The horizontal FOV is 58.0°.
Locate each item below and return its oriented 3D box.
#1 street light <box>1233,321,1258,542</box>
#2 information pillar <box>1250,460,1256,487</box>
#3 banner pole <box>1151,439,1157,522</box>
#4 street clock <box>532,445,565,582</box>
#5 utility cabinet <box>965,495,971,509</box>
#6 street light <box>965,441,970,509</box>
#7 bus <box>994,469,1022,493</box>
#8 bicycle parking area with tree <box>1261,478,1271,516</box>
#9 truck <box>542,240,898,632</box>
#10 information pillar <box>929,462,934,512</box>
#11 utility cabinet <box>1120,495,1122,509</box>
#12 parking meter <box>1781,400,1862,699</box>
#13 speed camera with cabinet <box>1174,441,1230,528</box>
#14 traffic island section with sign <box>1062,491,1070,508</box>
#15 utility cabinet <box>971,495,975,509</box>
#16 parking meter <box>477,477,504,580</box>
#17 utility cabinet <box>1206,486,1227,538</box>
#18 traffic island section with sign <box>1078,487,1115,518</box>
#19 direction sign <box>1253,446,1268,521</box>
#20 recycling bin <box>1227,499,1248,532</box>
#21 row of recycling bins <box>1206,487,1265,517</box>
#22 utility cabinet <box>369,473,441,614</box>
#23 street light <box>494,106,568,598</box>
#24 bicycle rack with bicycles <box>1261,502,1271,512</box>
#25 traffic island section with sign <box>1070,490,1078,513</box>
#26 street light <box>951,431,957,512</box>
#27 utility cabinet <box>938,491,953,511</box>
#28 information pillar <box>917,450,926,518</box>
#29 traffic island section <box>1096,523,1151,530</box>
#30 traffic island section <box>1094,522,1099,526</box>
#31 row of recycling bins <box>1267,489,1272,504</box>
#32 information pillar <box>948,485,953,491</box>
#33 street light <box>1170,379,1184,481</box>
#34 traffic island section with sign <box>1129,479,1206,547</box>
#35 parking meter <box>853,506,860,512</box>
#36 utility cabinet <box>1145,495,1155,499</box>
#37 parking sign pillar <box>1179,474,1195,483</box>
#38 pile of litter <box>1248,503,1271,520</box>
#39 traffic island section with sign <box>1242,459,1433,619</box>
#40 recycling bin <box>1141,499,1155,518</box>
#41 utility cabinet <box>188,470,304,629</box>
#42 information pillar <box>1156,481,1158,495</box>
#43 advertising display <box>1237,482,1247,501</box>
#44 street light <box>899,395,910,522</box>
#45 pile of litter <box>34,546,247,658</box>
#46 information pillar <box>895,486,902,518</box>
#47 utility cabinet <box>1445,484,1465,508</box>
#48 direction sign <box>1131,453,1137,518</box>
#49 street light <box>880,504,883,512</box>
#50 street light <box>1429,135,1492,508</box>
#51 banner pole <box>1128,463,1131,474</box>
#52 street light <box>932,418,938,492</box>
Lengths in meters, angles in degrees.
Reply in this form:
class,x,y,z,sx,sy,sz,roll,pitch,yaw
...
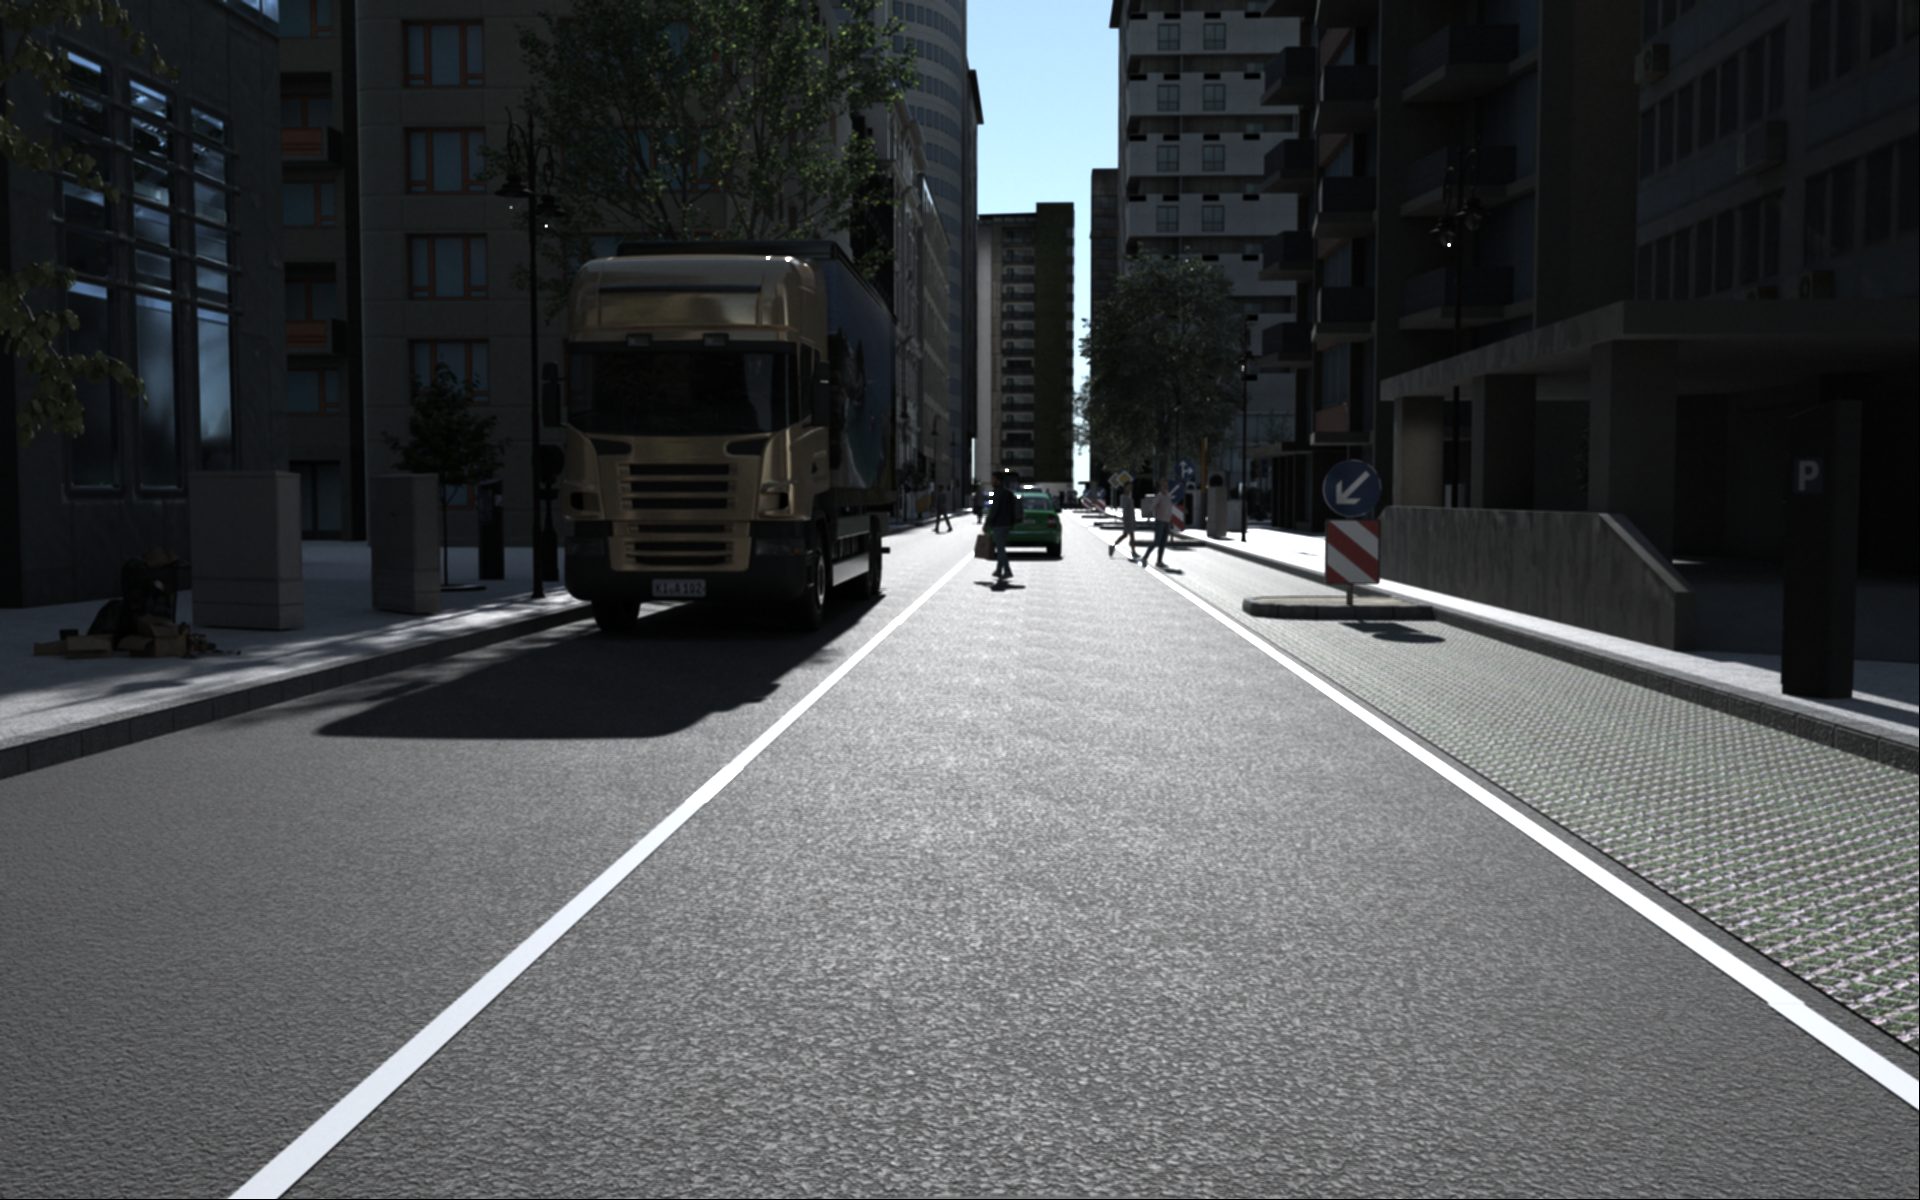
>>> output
class,x,y,z,sx,sy,sz,roll,pitch,yaw
street light,7.609,-4.497,46.306,0.468,5.910,1.993,0,4,3
information pillar,19.853,-7.708,117.376,0.183,3.616,0.504,-2,4,-33
banner pole,8.867,-5.431,78.813,0.401,3.779,0.863,1,4,16
street clock,-6.037,-1.275,25.423,0.471,2.002,0.358,3,4,36
utility cabinet,0.587,-8.603,151.826,0.306,1.237,1.020,0,4,3
street light,0.662,-10.812,149.556,0.468,5.910,1.993,0,4,3
bus,4.820,-11.329,176.774,2.896,3.916,12.252,0,4,2
bicycle parking area with tree,21.143,-7.237,105.328,8.231,4.147,9.016,0,4,6
truck,-2.464,-1.991,21.467,2.839,4.237,11.283,0,4,3
information pillar,-1.950,-7.985,121.915,0.504,3.616,0.183,-1,4,-16
utility cabinet,14.143,-8.589,151.588,0.306,1.237,1.020,0,4,4
parking meter,5.452,-0.323,10.986,0.255,1.863,0.399,-1,4,-20
speed camera with cabinet,9.057,-4.313,64.850,2.038,3.252,0.660,2,4,30
traffic island section with sign,11.779,-10.492,180.178,1.989,1.847,2.006,0,4,3
utility cabinet,1.058,-8.677,153.038,0.306,1.237,1.020,1,4,19
parking meter,-7.039,-1.075,25.986,0.372,1.533,0.369,0,3,0
utility cabinet,7.515,-2.571,50.714,0.318,1.500,1.173,2,4,24
traffic island section with sign,8.223,-5.780,103.134,1.989,1.847,2.006,0,4,3
direction sign,14.190,-5.491,81.775,0.876,3.537,0.379,-2,4,-29
recycling bin,9.459,-2.860,59.310,0.722,1.027,0.722,1,4,14
row of recycling bins,15.456,-5.629,99.148,3.534,1.692,1.069,0,4,-8
utility cabinet,-6.028,-0.617,18.767,0.318,1.500,1.173,-3,5,-40
street light,-5.211,-2.962,21.216,0.468,5.910,1.993,0,4,3
bicycle rack with bicycles,19.500,-6.145,113.852,2.925,0.926,2.852,0,4,5
traffic island section with sign,9.485,-7.468,130.724,1.989,1.847,2.006,0,4,3
street light,-0.467,-9.394,126.383,0.468,5.910,1.993,0,4,3
utility cabinet,-1.072,-7.432,130.188,1.173,1.500,0.318,0,4,6
information pillar,-2.028,-6.091,90.941,0.504,3.616,0.183,0,4,-5
traffic island section,6.715,-2.953,70.555,2.009,0.180,2.903,0,4,3
traffic island section,7.083,-3.440,78.532,2.009,0.180,2.903,0,4,3
row of recycling bins,21.373,-7.248,125.610,3.534,1.692,1.069,2,4,27
information pillar,-0.803,-8.301,140.220,0.304,2.012,0.304,2,4,35
street light,8.709,-5.914,69.480,0.468,5.910,1.993,0,4,3
traffic island section with sign,5.666,-2.382,47.572,1.989,1.847,2.006,0,4,3
parking meter,-3.610,-3.130,59.589,0.372,1.533,0.369,0,3,0
utility cabinet,13.215,-6.647,119.841,0.306,1.237,1.020,-3,4,-37
parking sign pillar,18.431,-9.311,140.707,1.447,3.967,1.447,0,4,4
pile of litter,15.075,-4.491,87.388,1.719,0.858,1.176,3,5,39
traffic island section with sign,4.425,-0.735,20.645,1.989,1.847,2.006,0,4,3
recycling bin,10.119,-4.920,92.996,0.722,1.027,0.722,1,4,15
utility cabinet,-6.794,-0.478,16.502,1.173,1.500,0.318,2,4,27
information pillar,11.463,-5.837,99.932,0.304,2.012,0.304,-3,5,-42
advertising display,15.421,-5.479,94.790,0.123,1.923,0.974,3,4,36
street light,-2.534,-6.557,79.992,0.468,5.910,1.993,0,4,3
pile of litter,-6.629,0.005,13.890,1.719,0.858,1.176,2,4,30
information pillar,-3.329,-5.471,93.947,0.304,2.012,0.304,2,4,31
utility cabinet,10.619,-1.747,37.240,0.318,1.500,1.173,1,4,22
direction sign,9.435,-6.254,94.254,0.379,3.537,0.876,1,4,22
street light,-3.072,-5.816,67.876,0.468,5.910,1.993,0,4,3
street light,6.554,-3.061,22.843,0.468,5.910,1.993,0,4,3
banner pole,13.598,-9.172,139.972,0.401,3.779,0.863,-2,4,-24
street light,-1.501,-7.974,103.170,0.468,5.910,1.993,0,4,3
